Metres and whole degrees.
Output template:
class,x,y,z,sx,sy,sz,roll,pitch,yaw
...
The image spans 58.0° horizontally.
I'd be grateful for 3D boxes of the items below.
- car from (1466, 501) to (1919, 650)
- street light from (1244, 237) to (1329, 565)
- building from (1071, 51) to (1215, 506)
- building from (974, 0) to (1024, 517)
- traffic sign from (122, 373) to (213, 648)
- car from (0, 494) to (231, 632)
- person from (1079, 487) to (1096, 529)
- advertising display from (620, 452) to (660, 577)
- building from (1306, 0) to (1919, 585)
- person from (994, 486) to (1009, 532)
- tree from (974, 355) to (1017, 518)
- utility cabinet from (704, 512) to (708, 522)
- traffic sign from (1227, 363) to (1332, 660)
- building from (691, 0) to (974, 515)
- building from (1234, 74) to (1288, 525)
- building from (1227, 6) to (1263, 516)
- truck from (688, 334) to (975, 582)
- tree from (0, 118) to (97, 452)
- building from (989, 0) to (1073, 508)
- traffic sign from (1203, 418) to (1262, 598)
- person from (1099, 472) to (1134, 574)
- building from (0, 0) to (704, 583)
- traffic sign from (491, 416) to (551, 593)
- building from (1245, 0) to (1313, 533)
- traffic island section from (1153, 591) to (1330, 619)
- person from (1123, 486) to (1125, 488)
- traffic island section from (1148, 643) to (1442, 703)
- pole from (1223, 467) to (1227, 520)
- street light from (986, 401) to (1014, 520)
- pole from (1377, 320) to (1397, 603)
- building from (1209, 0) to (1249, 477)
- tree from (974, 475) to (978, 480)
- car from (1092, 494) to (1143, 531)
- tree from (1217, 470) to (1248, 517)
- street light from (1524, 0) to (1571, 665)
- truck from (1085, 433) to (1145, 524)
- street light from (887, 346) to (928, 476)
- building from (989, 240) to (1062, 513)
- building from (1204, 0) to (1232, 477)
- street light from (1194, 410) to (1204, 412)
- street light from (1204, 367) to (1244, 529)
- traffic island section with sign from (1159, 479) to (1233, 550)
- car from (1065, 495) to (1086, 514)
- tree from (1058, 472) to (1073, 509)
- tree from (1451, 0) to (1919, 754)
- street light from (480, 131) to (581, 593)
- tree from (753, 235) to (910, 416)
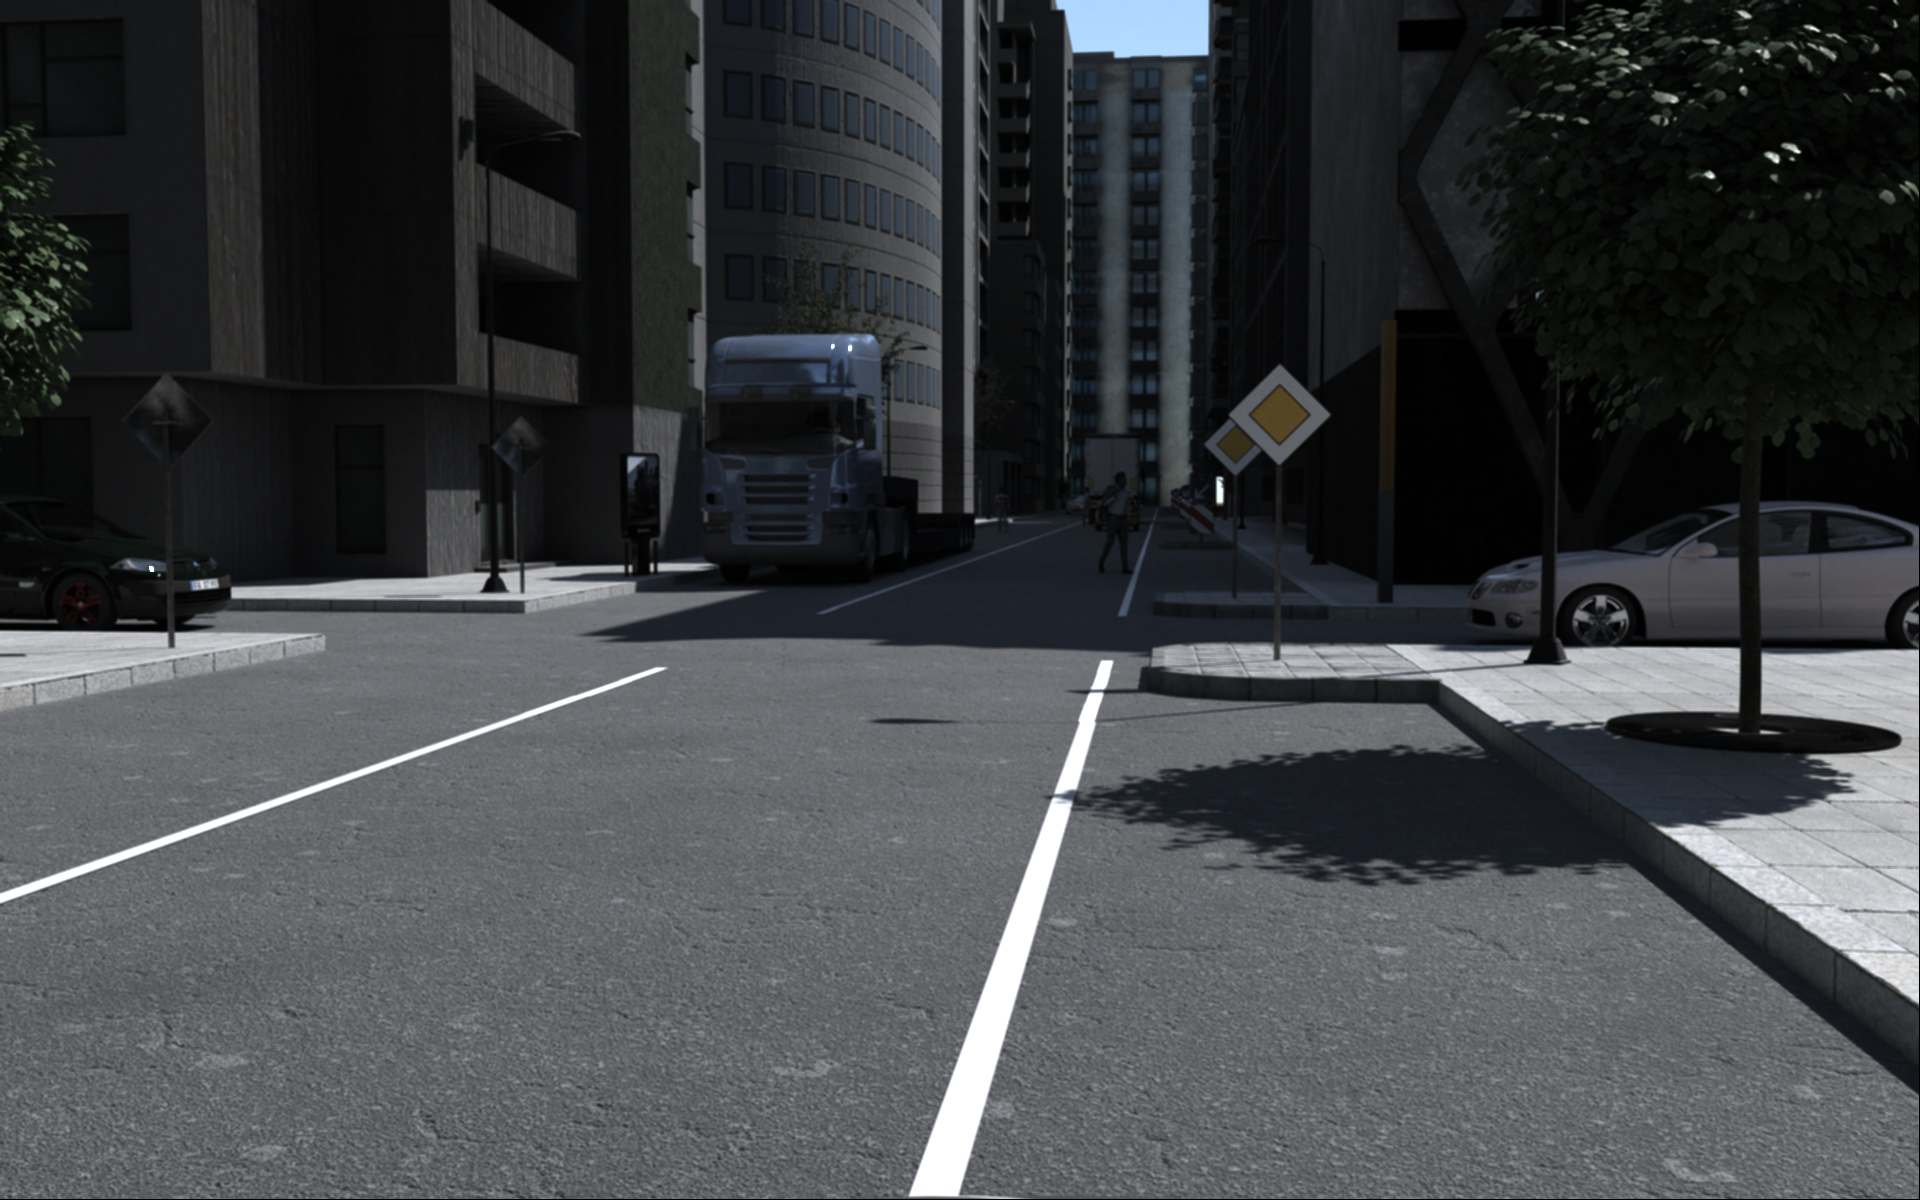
class,x,y,z,sx,sy,sz,roll,pitch,yaw
car,7.179,-0.223,16.009,4.827,1.381,2.083,0,4,5
street light,6.000,-3.600,31.397,1.470,5.913,1.316,0,4,7
building,13.891,-34.930,190.710,30.456,49.044,23.786,0,4,7
building,-6.579,-40.905,107.054,20.563,71.187,20.611,0,4,7
traffic sign,-6.582,-0.658,14.405,0.795,2.450,0.064,0,4,7
car,-9.983,-0.530,18.452,4.222,1.686,2.009,0,4,8
person,5.291,-3.832,71.909,0.760,1.731,0.466,-2,4,-32
advertising display,-5.010,-1.342,27.159,0.123,1.923,0.974,1,4,21
building,14.916,-9.827,28.118,16.811,18.784,16.820,0,4,7
person,1.574,-3.416,65.185,0.563,1.720,0.643,0,4,-2
tree,0.837,-8.620,91.292,4.360,8.622,3.978,0,3,0
utility cabinet,-6.858,-2.124,43.407,0.318,1.500,1.173,3,4,39
traffic sign,2.448,-0.593,13.333,0.795,2.450,0.064,0,4,7
building,-11.393,-32.196,68.398,21.231,58.520,28.212,0,4,7
building,20.216,-15.898,79.005,14.314,24.678,30.058,0,4,7
building,23.529,-20.445,105.984,14.160,30.474,14.107,0,4,7
truck,-1.854,-2.769,35.039,2.967,4.110,18.799,0,4,6
tree,-7.693,-1.734,12.064,4.285,4.588,4.351,0,3,0
building,-0.486,-33.009,163.398,21.600,48.544,21.300,0,4,7
traffic sign,3.375,-1.078,21.264,0.795,2.450,0.064,0,4,7
person,2.798,-1.388,31.294,0.679,1.850,0.850,-3,4,-36
building,-13.091,-15.744,29.114,14.160,30.474,14.107,0,4,7
traffic sign,-5.655,-1.143,22.336,0.795,2.450,0.064,0,4,7
building,16.264,-15.815,52.090,14.314,27.812,24.014,0,4,7
traffic island section,3.400,0.058,21.339,2.009,0.180,2.903,0,4,7
person,6.802,-3.961,73.279,0.660,1.820,0.620,1,4,19
traffic island section,2.473,0.543,13.407,2.009,0.180,2.903,0,4,7
pole,13.066,-5.592,85.271,0.158,3.312,0.155,0,3,0
street light,2.013,-6.992,86.853,1.470,5.913,1.316,0,4,7
pole,5.031,-1.625,20.405,0.158,3.312,0.155,0,3,0
building,29.699,-28.867,126.605,22.147,44.769,28.867,0,4,7
tree,-0.138,-5.480,84.191,1.663,3.219,1.824,0,3,0
car,6.211,-3.547,68.225,2.015,1.641,3.980,0,4,5
tree,15.458,-6.345,98.347,1.663,3.219,1.824,0,3,0
street light,3.929,-2.478,13.059,1.470,5.913,1.316,0,4,7
truck,7.662,-5.909,85.523,2.839,4.237,11.283,0,4,7
street light,-1.715,-5.015,54.531,1.470,5.913,1.316,0,4,7
building,-6.828,-17.659,133.769,27.650,21.520,28.899,0,4,7
building,35.945,-34.599,154.929,28.713,52.752,27.495,0,4,7
street light,13.591,-7.532,95.695,1.470,5.913,1.316,0,4,7
street light,9.823,-5.566,63.543,1.470,5.913,1.316,0,4,7
traffic island section with sign,6.265,-2.272,45.779,1.989,1.847,2.006,0,4,7
car,8.486,-6.779,123.198,2.083,1.381,4.827,0,4,5
tree,8.751,-9.479,149.587,1.663,3.219,1.824,0,3,0
tree,4.300,-1.556,9.155,4.285,4.588,4.351,0,3,0
street light,-5.543,-3.049,22.386,1.470,5.913,1.316,0,4,7
tree,-3.768,-6.105,50.175,4.737,8.622,4.395,0,3,0
